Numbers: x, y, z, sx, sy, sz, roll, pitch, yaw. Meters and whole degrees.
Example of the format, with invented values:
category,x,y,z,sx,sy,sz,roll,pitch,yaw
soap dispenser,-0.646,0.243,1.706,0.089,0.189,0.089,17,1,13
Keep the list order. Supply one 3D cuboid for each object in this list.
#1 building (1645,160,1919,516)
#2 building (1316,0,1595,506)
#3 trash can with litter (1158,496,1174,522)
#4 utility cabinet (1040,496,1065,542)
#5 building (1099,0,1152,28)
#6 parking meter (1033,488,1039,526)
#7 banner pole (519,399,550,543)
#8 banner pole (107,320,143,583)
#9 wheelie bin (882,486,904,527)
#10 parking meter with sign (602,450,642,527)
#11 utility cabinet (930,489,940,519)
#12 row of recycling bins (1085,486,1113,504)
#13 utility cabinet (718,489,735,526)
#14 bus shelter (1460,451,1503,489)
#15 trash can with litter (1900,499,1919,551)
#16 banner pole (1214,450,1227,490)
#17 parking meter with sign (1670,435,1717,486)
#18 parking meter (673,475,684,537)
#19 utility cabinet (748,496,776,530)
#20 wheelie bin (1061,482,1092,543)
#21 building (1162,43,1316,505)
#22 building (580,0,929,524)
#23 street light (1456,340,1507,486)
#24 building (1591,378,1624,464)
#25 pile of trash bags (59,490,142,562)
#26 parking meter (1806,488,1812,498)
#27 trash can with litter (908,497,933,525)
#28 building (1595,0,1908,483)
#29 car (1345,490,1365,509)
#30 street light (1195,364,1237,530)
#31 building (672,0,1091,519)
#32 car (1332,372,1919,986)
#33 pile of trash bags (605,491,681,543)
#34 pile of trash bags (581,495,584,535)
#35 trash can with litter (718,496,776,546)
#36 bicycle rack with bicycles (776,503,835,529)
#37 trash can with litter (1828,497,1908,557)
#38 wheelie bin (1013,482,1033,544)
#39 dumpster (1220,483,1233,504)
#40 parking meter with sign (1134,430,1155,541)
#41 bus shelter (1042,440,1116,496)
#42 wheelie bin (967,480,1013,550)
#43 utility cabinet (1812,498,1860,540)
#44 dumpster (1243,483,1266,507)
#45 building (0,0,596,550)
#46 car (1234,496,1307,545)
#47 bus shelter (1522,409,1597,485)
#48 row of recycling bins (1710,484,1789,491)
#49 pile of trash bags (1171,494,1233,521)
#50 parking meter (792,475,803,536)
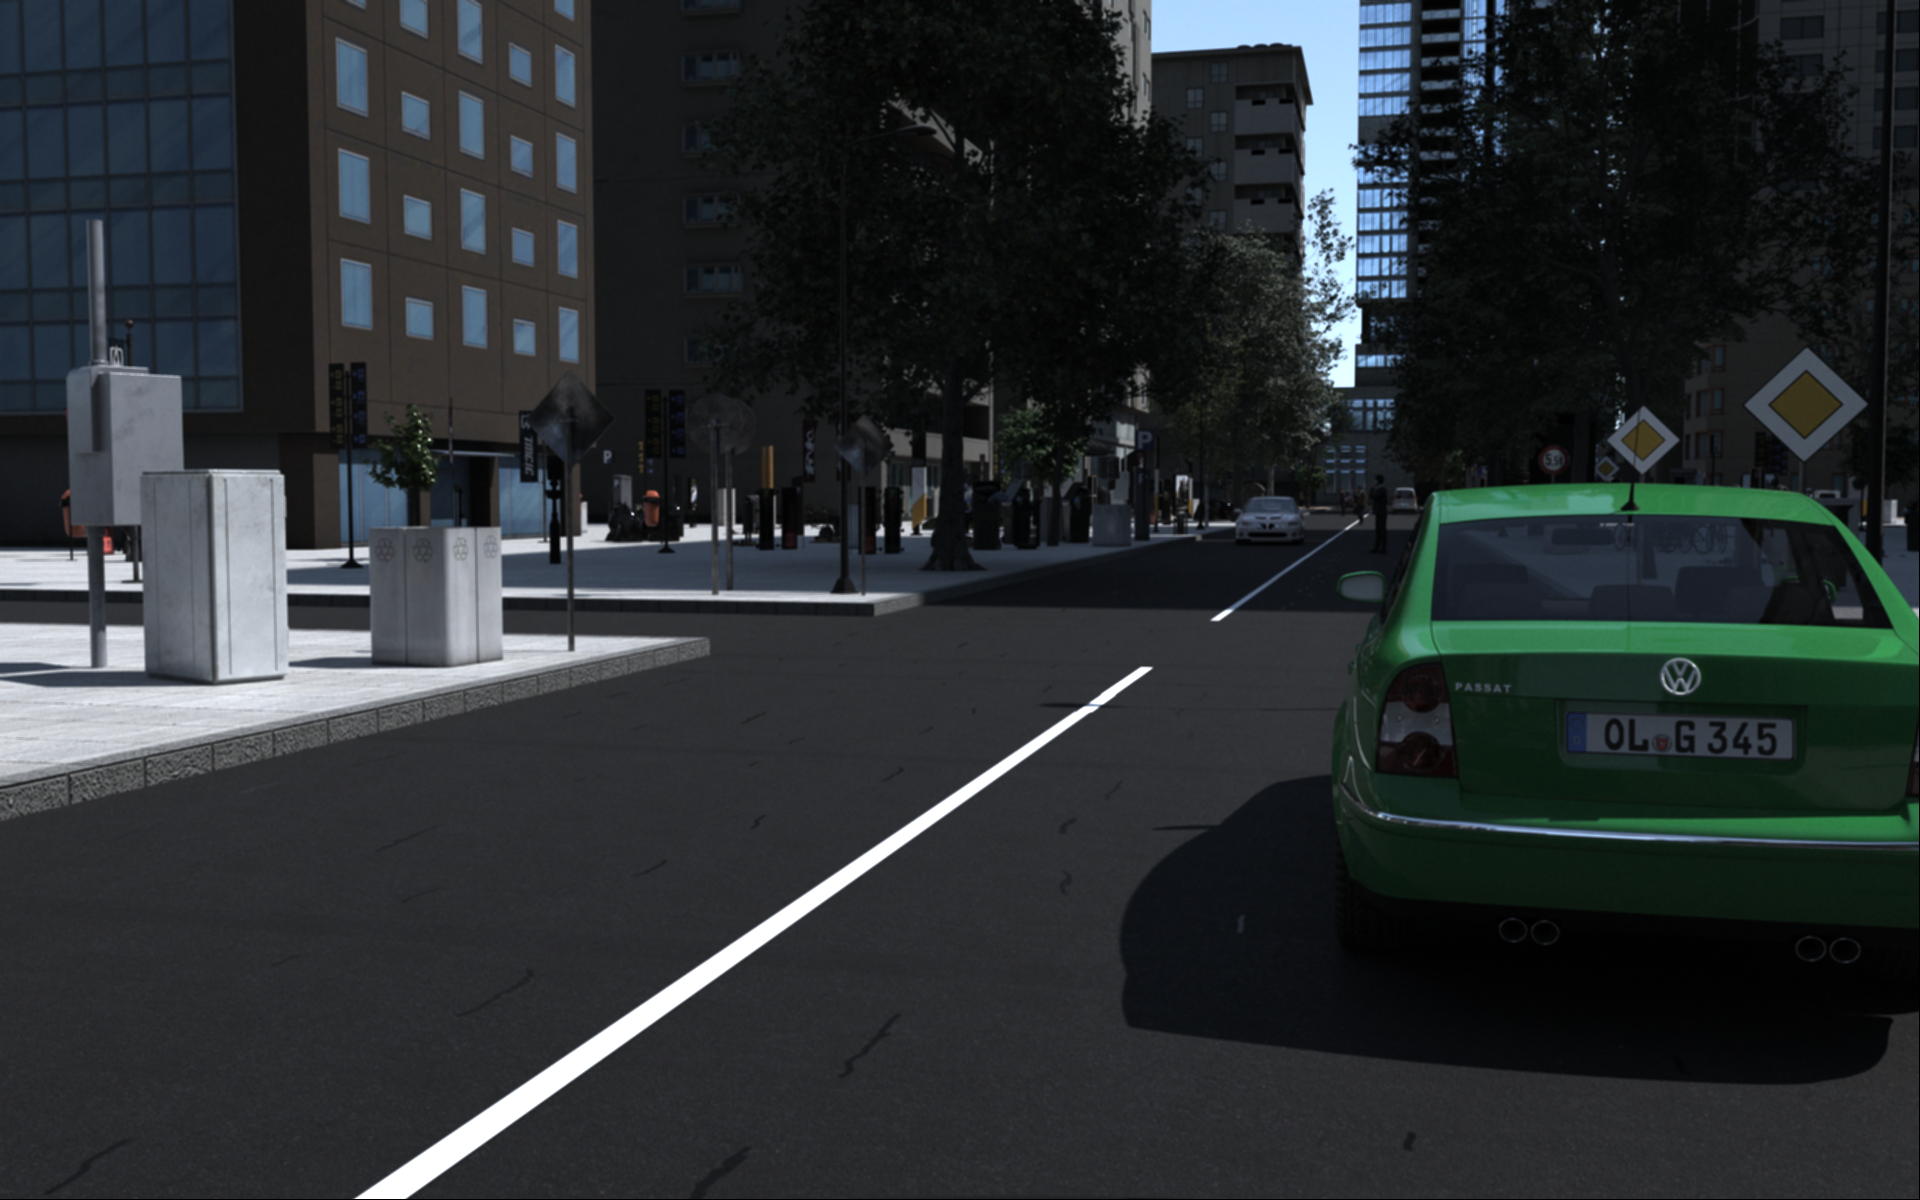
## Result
category,x,y,z,sx,sy,sz,roll,pitch,yaw
building,60.630,-16.304,111.604,27.650,21.520,28.899,1,4,14
building,56.735,-53.918,194.238,31.000,86.520,22.319,1,4,14
trash can with litter,9.748,-4.231,80.226,1.678,1.210,2.233,2,4,33
utility cabinet,2.606,-2.187,46.916,0.306,1.237,1.020,3,5,44
building,1.404,-34.117,147.046,27.495,52.752,28.713,1,4,14
parking meter,3.168,-3.808,70.669,0.372,1.533,0.369,0,3,0
banner pole,-11.223,-3.411,45.779,0.863,3.779,0.401,-1,4,-9
banner pole,-11.925,-2.123,24.731,0.401,3.779,0.863,0,4,0
wheelie bin,-2.581,-3.648,67.546,0.980,1.594,0.693,-3,5,-44
parking meter with sign,-13.420,-4.449,68.999,0.543,3.016,1.738,2,4,32
utility cabinet,-0.886,-4.398,80.586,0.318,1.500,1.173,3,5,41
row of recycling bins,6.607,-4.867,86.687,3.534,1.692,1.069,0,4,-8
utility cabinet,-9.411,-3.729,69.654,0.318,1.500,1.173,1,4,15
bus shelter,24.977,-5.431,82.715,2.014,3.302,5.546,1,4,14
trash can with litter,21.748,-1.680,38.863,1.055,1.170,0.624,0,4,4
banner pole,14.435,-6.451,95.490,0.863,3.779,0.401,1,4,15
parking meter with sign,21.589,-3.392,51.715,1.738,3.016,0.543,2,4,33
parking meter,-8.450,-2.830,51.987,0.255,1.863,0.399,-1,4,-16
utility cabinet,-7.091,-3.102,61.881,1.020,1.237,0.306,2,4,26
wheelie bin,3.080,-2.303,45.563,0.693,1.594,0.980,-1,4,-17
building,29.330,-37.734,206.191,27.495,52.752,28.713,1,4,14
building,-11.105,-28.213,84.988,21.300,48.544,21.600,1,4,14
street light,15.758,-4.853,51.892,1.470,5.913,1.316,1,4,14
building,86.951,-53.494,187.294,31.000,86.520,22.319,1,4,14
pile of trash bags,-15.707,-1.453,33.501,3.447,1.369,1.912,0,4,3
parking meter,36.952,-4.106,75.544,0.372,1.533,0.369,0,3,0
trash can with litter,-1.011,-3.756,72.461,2.233,1.210,1.678,0,4,4
building,62.373,-42.644,135.473,20.563,71.187,20.611,1,4,14
car,37.327,-9.510,164.162,2.281,1.827,5.304,1,4,12
street light,9.212,-5.487,62.247,1.470,5.913,1.316,1,4,14
building,-3.919,-29.785,110.683,21.300,48.544,21.600,1,4,14
car,2.395,0.137,6.561,1.959,1.807,4.718,1,4,15
pile of trash bags,-8.412,-2.239,46.363,1.912,1.369,3.447,-1,4,-17
pile of trash bags,-13.233,-2.757,54.833,3.447,1.369,1.912,2,4,33
trash can with litter,-5.249,-1.966,43.207,1.678,1.210,2.233,-1,4,-17
bicycle rack with bicycles,-6.385,-3.429,69.440,2.925,0.926,2.852,0,4,-4
trash can with litter,18.335,-1.514,35.806,1.678,1.210,2.233,-3,5,-42
wheelie bin,1.464,-2.246,44.638,0.693,1.594,0.980,-2,4,-28
dumpster,14.795,-5.399,94.027,1.264,1.857,1.865,1,4,14
parking meter with sign,5.072,-3.169,48.066,0.543,3.016,1.738,0,4,3
bus shelter,4.060,-4.111,61.141,2.014,3.302,5.546,1,4,14
wheelie bin,0.632,-1.948,39.752,0.980,1.594,0.693,0,4,6
utility cabinet,14.227,-1.064,28.558,1.020,1.237,0.306,1,4,13
dumpster,14.924,-5.061,88.501,1.264,1.857,1.865,1,4,14
building,-19.536,-24.245,46.510,14.600,45.320,14.200,1,4,14
car,9.054,-2.326,50.395,2.083,1.381,4.827,1,4,13
bus shelter,16.896,-3.542,49.190,1.731,3.624,6.357,1,4,14
row of recycling bins,33.758,-4.120,74.469,3.534,1.692,1.069,0,4,2
pile of trash bags,11.860,-4.540,83.986,3.447,1.369,1.912,-1,4,-9
parking meter,-5.002,-2.909,53.273,0.399,1.863,0.255,0,4,1
